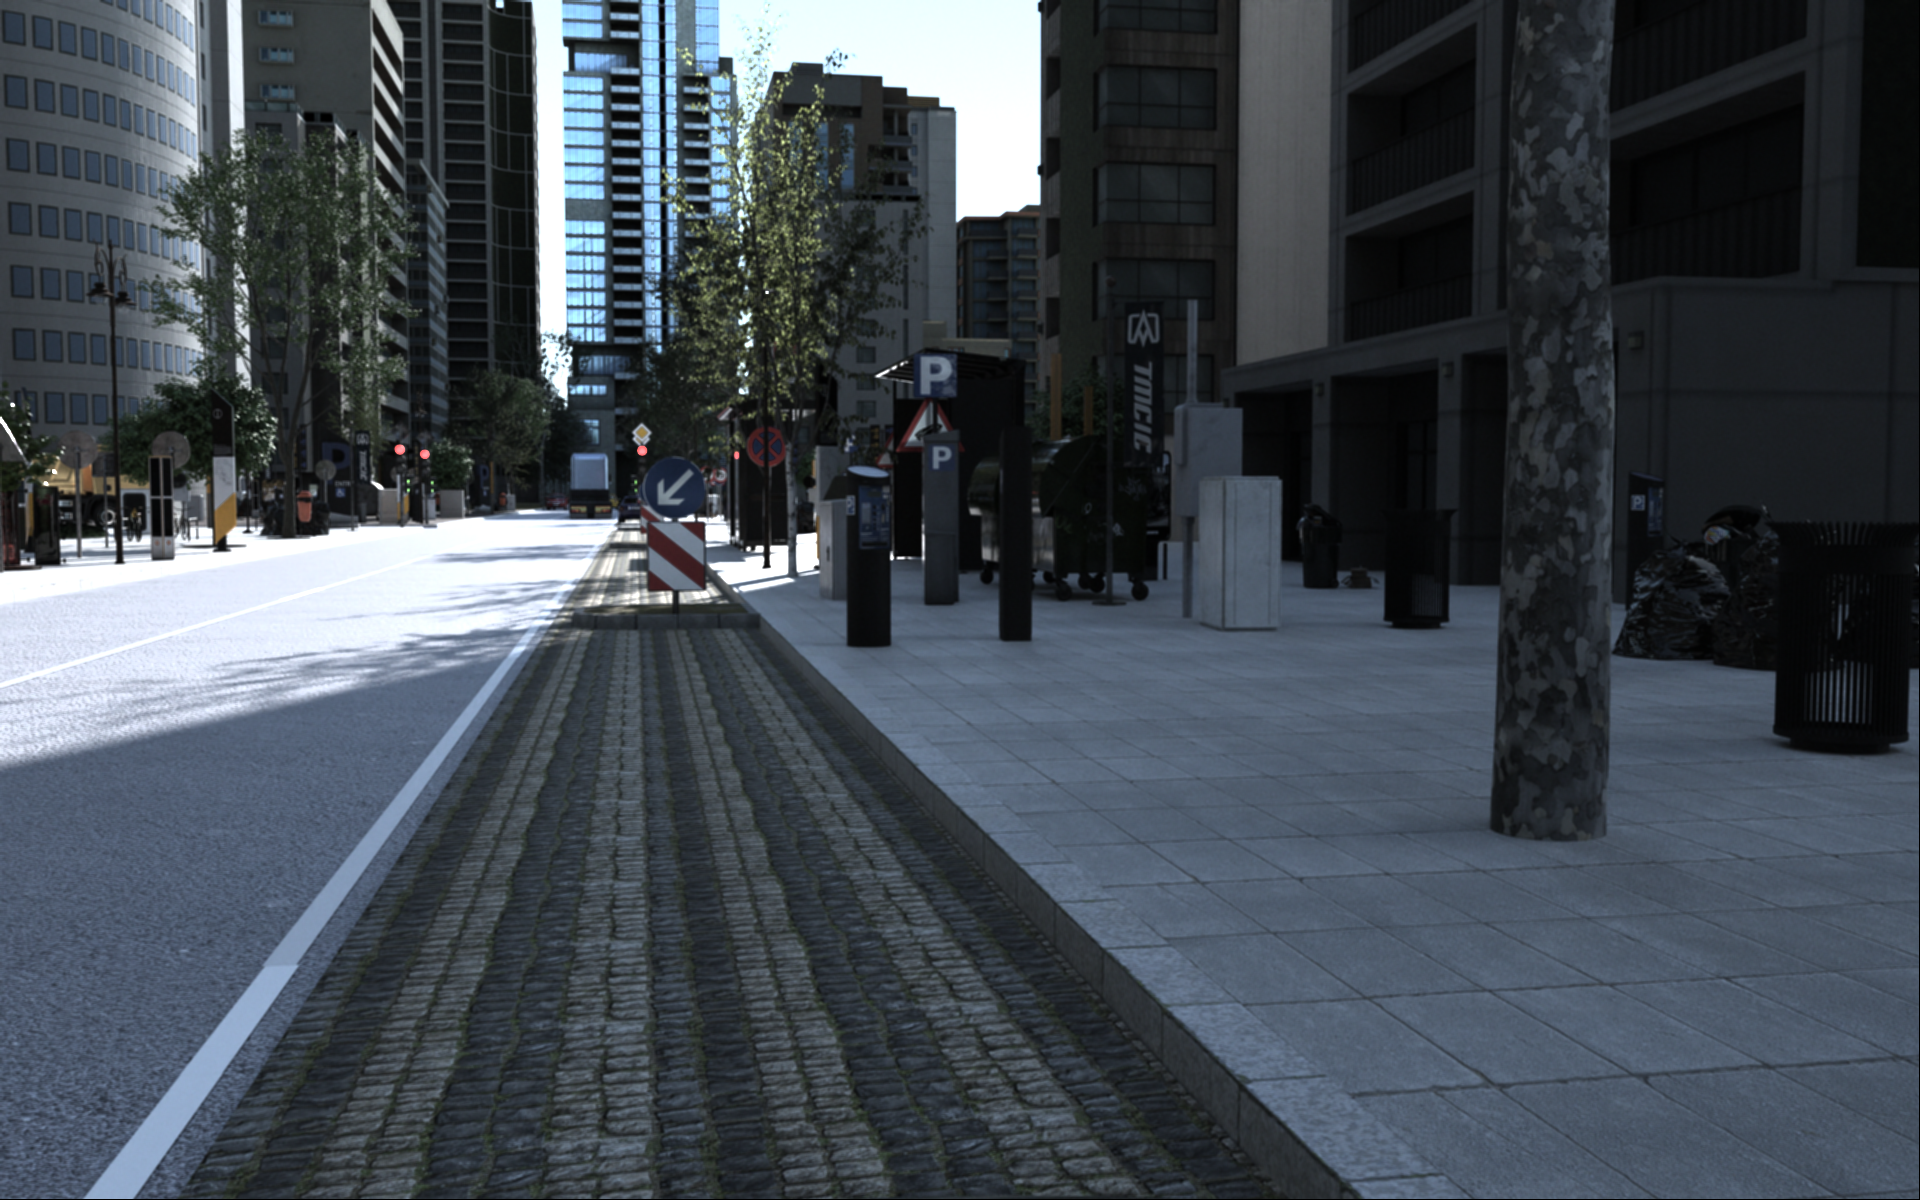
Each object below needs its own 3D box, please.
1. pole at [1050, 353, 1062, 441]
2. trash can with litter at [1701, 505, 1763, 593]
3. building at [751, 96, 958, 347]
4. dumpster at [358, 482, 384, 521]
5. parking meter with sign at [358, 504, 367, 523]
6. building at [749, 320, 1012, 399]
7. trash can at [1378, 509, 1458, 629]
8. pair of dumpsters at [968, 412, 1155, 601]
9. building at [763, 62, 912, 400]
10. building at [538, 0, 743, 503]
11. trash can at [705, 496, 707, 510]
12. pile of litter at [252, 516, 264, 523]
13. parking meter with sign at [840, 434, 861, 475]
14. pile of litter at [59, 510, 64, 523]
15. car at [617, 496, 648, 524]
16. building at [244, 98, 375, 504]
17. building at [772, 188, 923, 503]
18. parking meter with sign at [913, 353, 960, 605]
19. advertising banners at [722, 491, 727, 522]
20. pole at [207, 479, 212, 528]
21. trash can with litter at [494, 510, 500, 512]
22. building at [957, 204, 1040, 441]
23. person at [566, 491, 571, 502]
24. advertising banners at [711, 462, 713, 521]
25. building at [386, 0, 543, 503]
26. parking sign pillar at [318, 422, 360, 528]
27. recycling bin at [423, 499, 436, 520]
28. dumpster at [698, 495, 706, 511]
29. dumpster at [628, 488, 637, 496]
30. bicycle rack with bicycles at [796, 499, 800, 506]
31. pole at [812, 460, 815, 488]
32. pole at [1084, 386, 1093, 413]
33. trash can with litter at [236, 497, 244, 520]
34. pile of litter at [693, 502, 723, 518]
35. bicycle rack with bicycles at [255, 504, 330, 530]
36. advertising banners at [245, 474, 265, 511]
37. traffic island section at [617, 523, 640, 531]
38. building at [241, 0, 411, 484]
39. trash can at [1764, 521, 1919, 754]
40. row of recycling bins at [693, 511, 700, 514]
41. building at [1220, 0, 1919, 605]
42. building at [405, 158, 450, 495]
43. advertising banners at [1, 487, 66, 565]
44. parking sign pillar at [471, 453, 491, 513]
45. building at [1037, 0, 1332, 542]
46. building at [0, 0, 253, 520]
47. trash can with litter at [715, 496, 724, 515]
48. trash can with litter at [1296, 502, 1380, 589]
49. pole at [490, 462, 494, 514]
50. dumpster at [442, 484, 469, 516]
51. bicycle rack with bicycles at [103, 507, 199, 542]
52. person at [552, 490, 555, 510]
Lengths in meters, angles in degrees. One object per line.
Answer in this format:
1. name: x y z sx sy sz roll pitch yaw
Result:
1. pole: 1.394 -1.920 25.230 0.158 3.312 0.155 0 3 0
2. trash can with litter: 7.644 -0.372 17.477 0.624 1.170 1.055 0 4 2
3. building: -16.170 -43.770 257.644 28.212 58.520 21.231 -1 4 -11
4. dumpster: -28.136 -4.688 82.403 1.264 1.857 1.865 -1 4 -11
5. parking meter with sign: -26.736 -4.866 75.821 0.543 3.016 1.738 1 4 20
6. building: -10.442 -22.009 204.894 27.650 21.520 28.899 -1 4 -11
7. trash can: 4.394 -0.305 16.647 0.748 1.137 0.748 0 3 0
8. pair of dumpsters: 1.275 -1.236 22.704 1.574 2.255 4.437 -1 4 -10
9. building: -13.095 -32.519 181.790 14.600 45.320 14.200 -1 4 -11
10. building: -45.391 -57.451 251.990 31.000 86.520 22.319 -1 4 -11
11. trash can: -17.477 -6.508 118.052 0.748 1.137 0.748 0 3 0
12. pile of litter: -30.954 -3.906 77.828 1.719 0.858 1.176 -1 4 -14
13. parking meter with sign: -3.201 -3.254 49.461 0.543 3.016 1.738 0 4 3
14. pile of litter: -30.304 -2.724 58.506 1.176 0.858 1.719 -1 4 -23
15. car: -15.827 -4.418 84.813 1.945 1.354 3.894 -1 4 -9
16. building: -52.603 -21.933 130.301 14.160 30.474 14.107 -1 4 -11
17. building: -11.432 -24.244 168.097 14.160 30.474 14.107 -1 4 -11
18. parking meter with sign: -0.260 -1.498 20.753 0.543 3.016 1.738 0 4 -3
19. advertising banners: -10.608 -5.118 79.871 0.090 3.025 2.074 -2 4 -25
20. pole: -28.076 -4.339 64.780 0.158 3.312 0.155 0 3 0
21. trash can with litter: -32.888 -6.756 121.514 2.233 1.210 1.678 -3 5 -43
22. building: 12.055 -37.308 264.613 28.867 44.769 22.147 -1 4 -11
23. person: -43.330 -11.265 192.689 1.348 1.823 0.705 1 4 10
24. advertising banners: -11.948 -5.332 83.364 0.090 3.025 2.074 -1 4 -8
25. building: -70.874 -49.461 246.939 20.611 71.187 20.563 -1 4 -11
26. parking sign pillar: -23.446 -4.702 65.345 1.447 3.967 1.447 -2 4 -33
27. recycling bin: -26.591 -4.507 86.237 0.722 1.027 0.722 -3 5 -42
28. dumpster: -16.216 -6.158 106.440 1.264 1.857 1.865 -1 4 -10
29. dumpster: -41.949 -13.410 224.203 1.985 2.255 1.502 -1 4 -9
30. bicycle rack with bicycles: -12.175 -6.831 125.061 2.925 0.926 2.852 3 5 39
31. pole: -8.695 -6.677 103.012 0.158 3.312 0.155 0 3 0
32. pole: 2.422 -2.381 32.771 0.158 3.312 0.155 0 3 0
33. trash can with litter: -36.315 -4.553 85.495 1.678 1.210 2.233 2 4 30
34. pile of litter: -13.749 -4.909 94.226 1.719 0.858 1.176 2 4 33
35. bicycle rack with bicycles: -23.743 -2.935 61.364 2.852 0.926 2.925 -2 4 -30
36. advertising banners: -40.829 -6.374 100.399 2.074 3.025 0.090 2 4 33
37. traffic island section: -12.467 -2.811 68.239 2.009 0.180 2.903 -1 4 -11
38. building: -61.557 -32.425 153.854 21.300 48.544 21.600 -1 4 -11
39. trash can: 4.448 0.179 8.726 0.748 1.137 0.748 0 3 0
40. row of recycling bins: -17.637 -6.383 111.479 1.069 1.692 3.534 -2 4 -29
41. building: 17.034 -35.812 23.776 20.563 71.187 20.611 -1 4 -11
42. building: -69.603 -30.581 191.885 23.993 40.220 32.217 -1 4 -11
43. advertising banners: -17.190 -2.141 31.200 2.074 3.025 0.090 0 4 2
44. parking sign pillar: -31.849 -7.765 115.427 1.447 3.967 1.447 1 4 17
45. building: 9.418 -17.227 53.366 14.160 30.474 14.107 -1 4 -11
46. building: -52.571 -33.673 92.553 21.231 58.520 28.212 -1 4 -11
47. trash can with litter: -14.414 -5.708 104.718 0.624 1.170 1.055 1 4 15
48. trash can with litter: 5.166 -0.753 23.691 1.055 1.170 0.624 0 4 1
49. pole: -29.382 -7.026 108.724 0.158 3.312 0.155 0 3 0
50. dumpster: -29.561 -6.043 101.293 1.502 2.255 1.985 -1 4 -11
51. bicycle rack with bicycles: -22.113 -2.081 47.398 2.852 0.926 2.925 -1 4 -16
52. person: -37.585 -9.278 160.175 0.705 1.826 1.348 0 4 -8
